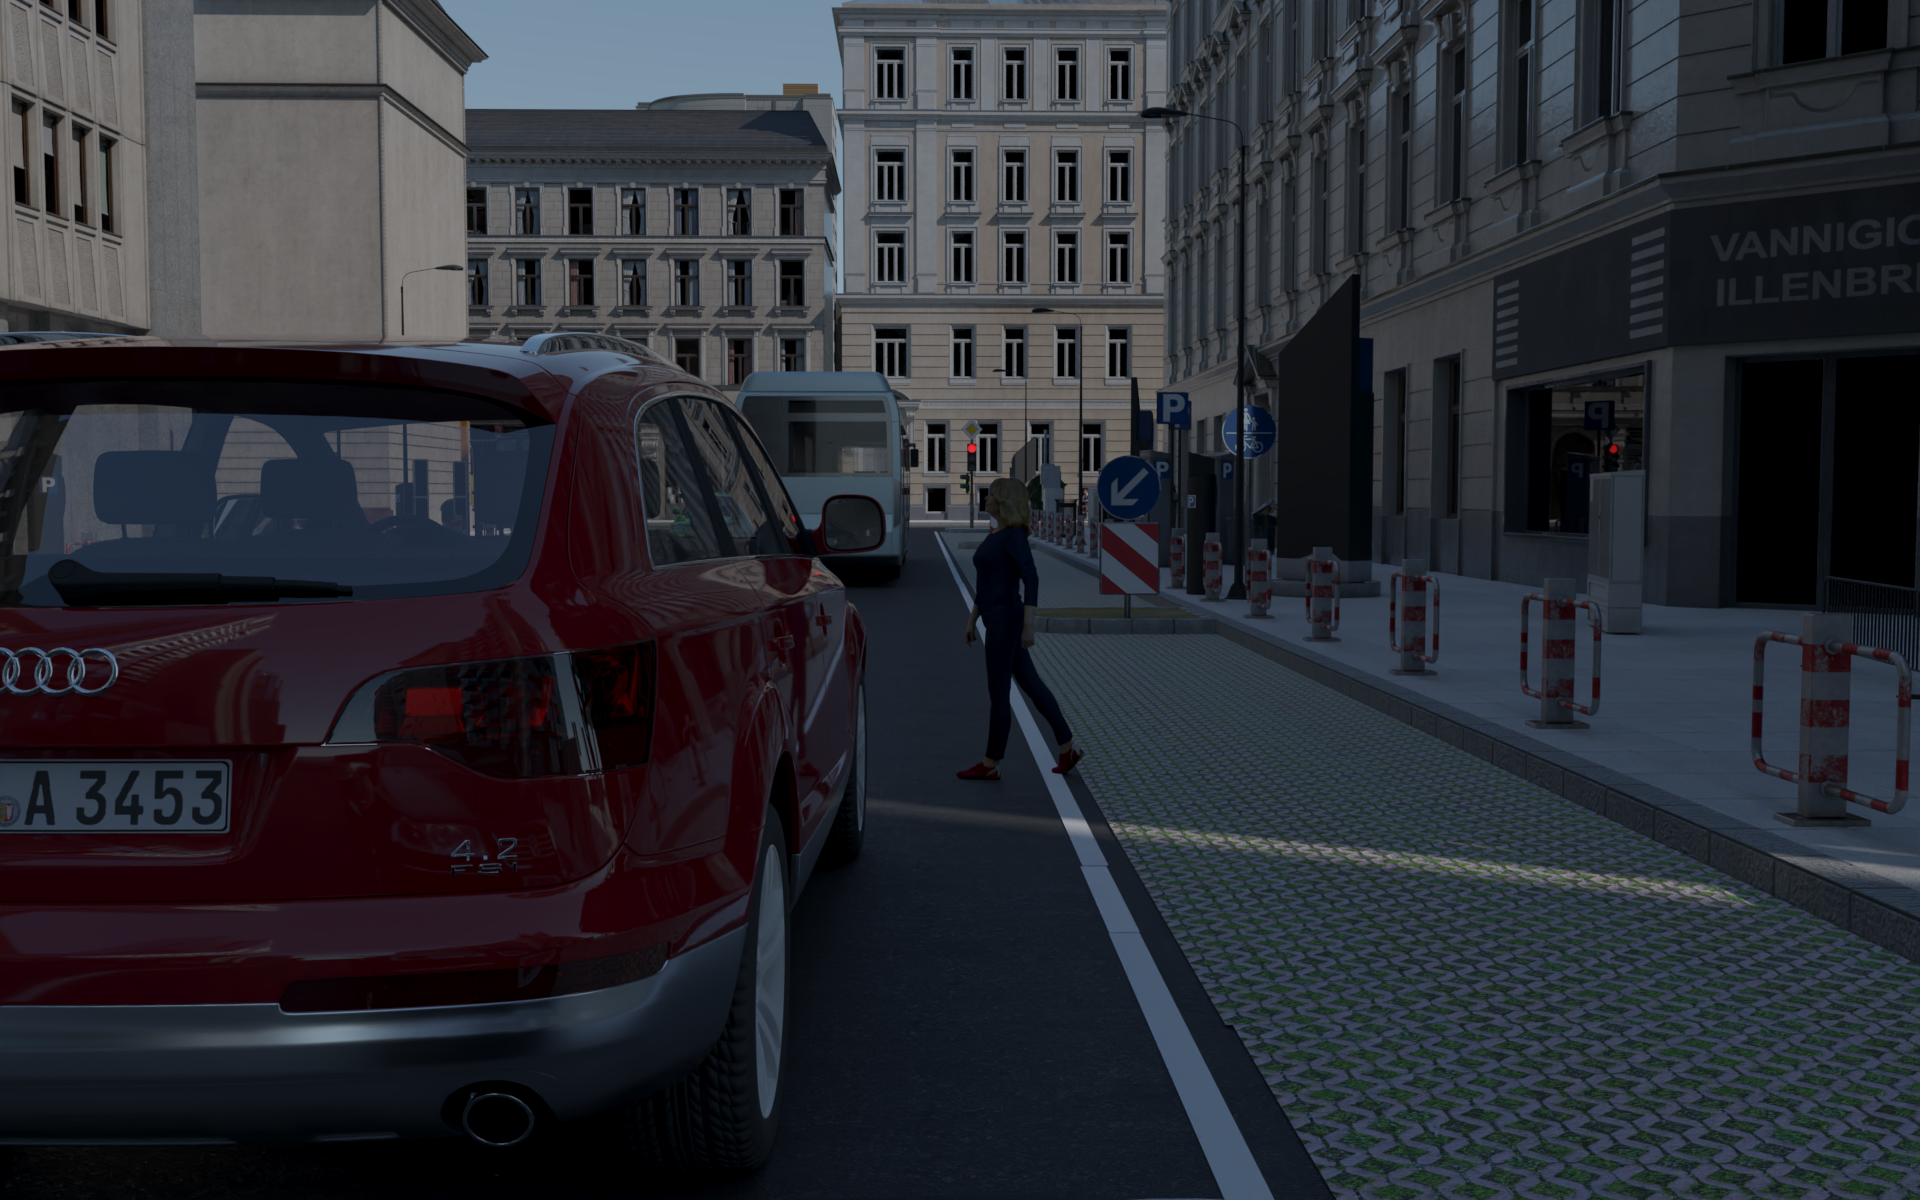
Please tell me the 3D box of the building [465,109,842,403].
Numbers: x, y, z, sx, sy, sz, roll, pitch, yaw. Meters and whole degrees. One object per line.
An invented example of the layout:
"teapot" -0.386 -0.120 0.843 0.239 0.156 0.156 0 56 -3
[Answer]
"building" -26.489 -14.519 88.291 40.483 20.767 10.553 0 4 -1

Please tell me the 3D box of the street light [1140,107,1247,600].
"street light" 2.863 -2.962 20.973 1.470 5.913 1.316 0 4 -1

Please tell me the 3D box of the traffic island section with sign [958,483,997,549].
"traffic island section with sign" 0.945 -2.254 45.476 1.989 1.847 2.006 0 4 -1

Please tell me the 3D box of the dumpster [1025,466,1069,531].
"dumpster" 2.977 -3.550 60.535 1.502 2.255 1.985 0 4 -2

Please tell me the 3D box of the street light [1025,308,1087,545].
"street light" 2.483 -4.330 43.330 1.470 5.913 1.316 0 4 -1

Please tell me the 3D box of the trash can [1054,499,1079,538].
"trash can" 3.130 -2.406 50.996 0.748 1.137 0.748 0 3 0

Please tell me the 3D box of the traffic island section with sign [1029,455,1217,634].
"traffic island section with sign" 1.606 -0.606 18.529 1.989 1.847 2.006 0 4 -1

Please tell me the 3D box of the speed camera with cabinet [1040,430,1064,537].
"speed camera with cabinet" 2.817 -3.563 52.595 0.660 3.252 2.038 0 4 0

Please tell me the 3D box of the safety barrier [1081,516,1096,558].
"safety barrier" 2.676 -1.244 34.622 0.300 0.817 1.120 0 4 -1

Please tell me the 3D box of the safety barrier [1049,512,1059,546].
"safety barrier" 2.466 -1.756 42.987 0.300 0.817 1.120 0 4 -1

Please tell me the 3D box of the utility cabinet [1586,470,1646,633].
"utility cabinet" 6.146 -0.465 16.287 0.318 1.500 1.173 1 4 11

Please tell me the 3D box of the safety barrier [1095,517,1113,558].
"safety barrier" 2.739 -1.074 31.834 0.300 0.817 1.120 0 4 -1

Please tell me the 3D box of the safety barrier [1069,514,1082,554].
"safety barrier" 2.607 -1.415 37.410 0.300 0.817 1.120 0 4 -1

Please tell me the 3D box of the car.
"car" -1.393 0.212 5.210 2.281 1.827 5.304 0 4 0

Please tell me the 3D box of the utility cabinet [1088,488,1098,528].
"utility cabinet" 5.235 -3.410 64.430 0.318 1.500 1.173 3 5 42

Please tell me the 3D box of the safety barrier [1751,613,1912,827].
"safety barrier" 3.361 0.461 6.732 0.300 0.817 1.120 0 4 -1

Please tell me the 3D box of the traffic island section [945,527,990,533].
"traffic island section" 0.463 -2.597 64.734 2.009 0.180 2.903 0 4 -1

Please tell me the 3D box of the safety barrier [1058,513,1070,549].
"safety barrier" 2.538 -1.586 40.199 0.300 0.817 1.120 0 4 -1

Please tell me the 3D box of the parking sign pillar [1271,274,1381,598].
"parking sign pillar" 4.621 -2.047 21.933 1.447 3.967 1.447 -2 4 -32

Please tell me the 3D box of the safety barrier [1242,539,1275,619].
"safety barrier" 3.086 -0.221 17.884 0.300 0.817 1.120 0 4 -1

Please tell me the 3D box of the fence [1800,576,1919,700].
"fence" 6.196 0.219 11.795 0.278 0.683 2.069 1 4 10

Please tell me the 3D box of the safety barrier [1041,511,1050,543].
"safety barrier" 2.401 -1.927 45.782 0.300 0.817 1.120 0 4 -1

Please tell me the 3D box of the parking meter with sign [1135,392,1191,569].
"parking meter with sign" 3.475 -2.092 30.459 0.543 3.016 1.738 -1 4 -11

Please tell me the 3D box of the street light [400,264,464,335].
"street light" -10.738 -3.830 35.166 1.470 5.913 1.316 0 4 -1

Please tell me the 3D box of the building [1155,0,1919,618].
"building" 15.436 -16.010 38.172 17.030 29.872 44.131 0 4 -1

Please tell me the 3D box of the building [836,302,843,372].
"building" -10.755 -29.255 250.020 14.107 30.474 14.160 0 4 -1

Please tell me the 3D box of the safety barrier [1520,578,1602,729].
"safety barrier" 3.290 0.291 9.520 0.300 0.817 1.120 0 4 -1

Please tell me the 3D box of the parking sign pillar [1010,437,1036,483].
"parking sign pillar" 2.942 -5.674 81.239 1.447 3.967 1.447 -3 5 -39

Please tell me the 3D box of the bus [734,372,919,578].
"bus" -2.281 -2.311 32.641 2.948 3.499 13.247 0 4 -1

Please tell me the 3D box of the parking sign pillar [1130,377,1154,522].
"parking sign pillar" 4.251 -3.187 40.576 1.447 3.967 1.447 1 4 10

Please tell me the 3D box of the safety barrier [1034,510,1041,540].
"safety barrier" 2.332 -2.098 48.570 0.300 0.817 1.120 0 4 -1

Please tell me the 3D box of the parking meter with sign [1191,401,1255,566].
"parking meter with sign" 4.613 -2.161 31.600 0.543 3.016 1.738 -3 5 -40

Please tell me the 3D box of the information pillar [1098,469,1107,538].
"information pillar" 4.174 -2.778 49.910 0.304 2.012 0.304 -1 4 -14

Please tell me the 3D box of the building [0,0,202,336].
"building" -21.461 -12.680 25.335 12.078 24.808 19.932 0 4 -1

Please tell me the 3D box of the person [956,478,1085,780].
"person" 0.303 0.141 8.736 0.613 1.512 0.480 -2 4 -27

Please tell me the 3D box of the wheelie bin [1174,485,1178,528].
"wheelie bin" 5.984 -2.614 50.639 0.980 1.594 0.693 2 4 29

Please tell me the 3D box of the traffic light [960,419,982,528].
"traffic light" 0.423 -4.630 64.619 0.839 4.253 0.868 0 4 -1

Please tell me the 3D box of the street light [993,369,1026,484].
"street light" 1.907 -5.617 64.379 1.470 5.913 1.316 0 4 -1

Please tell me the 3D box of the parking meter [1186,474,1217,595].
"parking meter" 3.086 -0.840 22.138 0.372 1.533 0.369 0 3 0

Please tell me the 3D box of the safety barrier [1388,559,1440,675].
"safety barrier" 3.223 0.120 12.308 0.300 0.817 1.120 0 4 -1

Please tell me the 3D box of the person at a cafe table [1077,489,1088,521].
"person at a cafe table" 5.772 -4.545 82.821 1.622 1.524 1.698 -3 5 -40

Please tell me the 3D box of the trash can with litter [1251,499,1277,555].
"trash can with litter" 6.129 -1.521 36.248 1.055 1.170 0.624 0 4 6

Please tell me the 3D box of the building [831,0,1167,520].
"building" 3.773 -18.597 89.964 20.117 28.700 13.634 0 4 -1

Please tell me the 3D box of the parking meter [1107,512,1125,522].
"parking meter" 3.240 -1.828 35.603 0.399 1.863 0.255 0 4 -7

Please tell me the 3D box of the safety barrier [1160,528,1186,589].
"safety barrier" 2.947 -0.562 23.460 0.300 0.817 1.120 0 4 -1

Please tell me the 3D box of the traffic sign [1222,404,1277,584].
"traffic sign" 4.122 -1.508 24.754 0.768 2.556 0.104 0 4 5

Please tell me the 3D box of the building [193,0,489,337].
"building" -25.667 -11.603 54.332 19.286 19.102 10.561 0 4 -1

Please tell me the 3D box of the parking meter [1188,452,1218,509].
"parking meter" 3.352 -1.114 23.931 0.399 1.863 0.255 1 4 9

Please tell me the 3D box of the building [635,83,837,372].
"building" -31.982 -43.402 251.619 28.212 58.520 21.231 0 4 -1

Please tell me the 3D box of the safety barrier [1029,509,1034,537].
"safety barrier" 2.266 -2.268 51.357 0.300 0.817 1.120 0 4 -1

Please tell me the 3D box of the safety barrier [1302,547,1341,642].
"safety barrier" 3.157 -0.050 15.096 0.300 0.817 1.120 0 4 -1

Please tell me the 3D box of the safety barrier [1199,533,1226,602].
"safety barrier" 3.016 -0.391 20.672 0.300 0.817 1.120 0 4 -1
